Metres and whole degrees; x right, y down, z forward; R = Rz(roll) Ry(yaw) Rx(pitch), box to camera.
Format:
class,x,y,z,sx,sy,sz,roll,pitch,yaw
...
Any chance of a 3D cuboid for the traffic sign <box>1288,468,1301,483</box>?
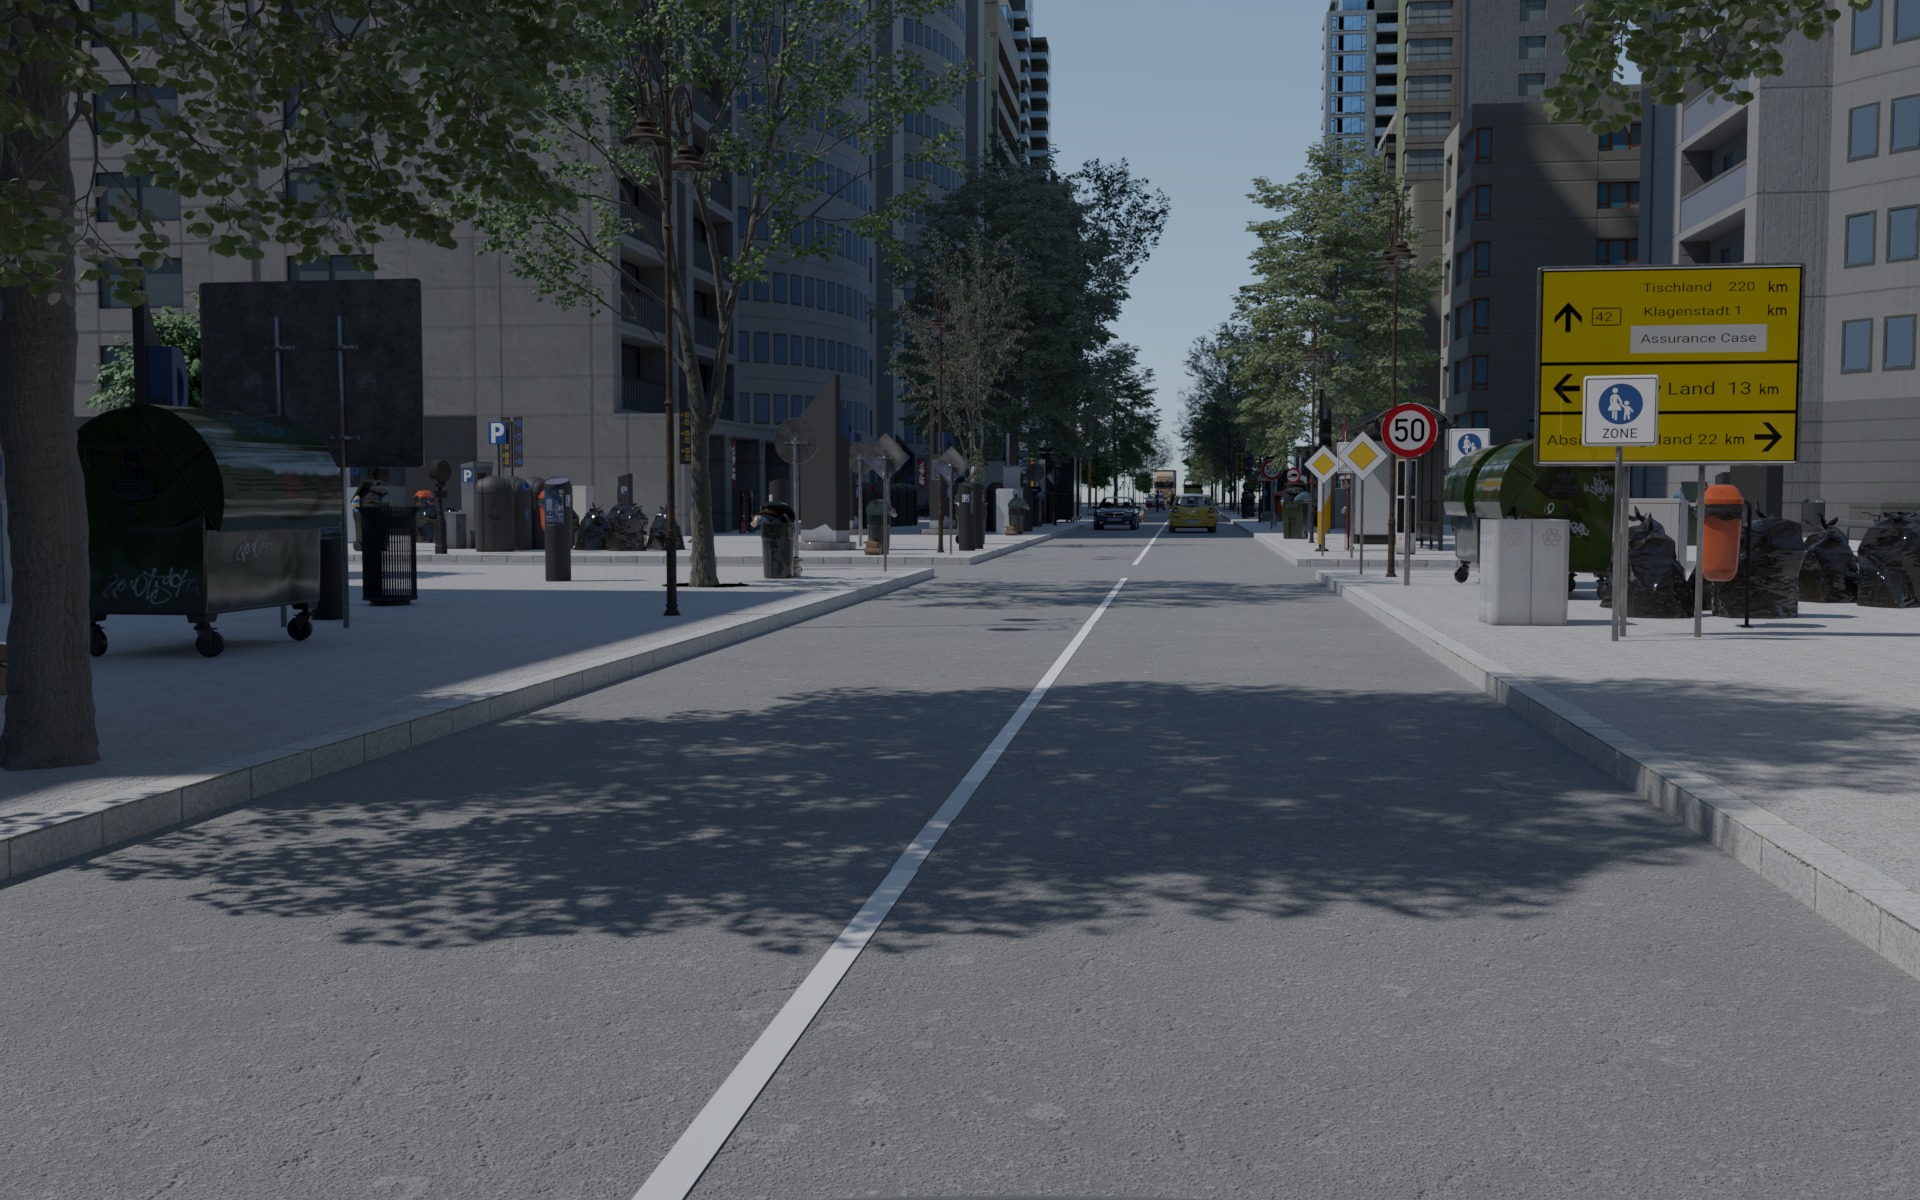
class,x,y,z,sx,sy,sz,roll,pitch,yaw
traffic sign,16.063,-5.108,83.616,0.768,2.556,0.104,1,4,13

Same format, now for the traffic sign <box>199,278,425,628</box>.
class,x,y,z,sx,sy,sz,roll,pitch,yaw
traffic sign,-6.201,-1.387,16.554,2.265,3.308,0.079,1,4,9

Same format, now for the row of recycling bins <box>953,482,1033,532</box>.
class,x,y,z,sx,sy,sz,roll,pitch,yaw
row of recycling bins,0.868,-3.158,58.751,3.534,1.692,1.069,-2,4,-32

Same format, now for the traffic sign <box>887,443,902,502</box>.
class,x,y,z,sx,sy,sz,roll,pitch,yaw
traffic sign,-1.720,-2.530,41.469,0.768,2.556,0.104,1,4,16

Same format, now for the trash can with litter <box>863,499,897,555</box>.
class,x,y,z,sx,sy,sz,roll,pitch,yaw
trash can with litter,-1.710,-1.549,36.711,0.624,1.170,1.055,0,4,6

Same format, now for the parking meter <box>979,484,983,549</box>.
class,x,y,z,sx,sy,sz,roll,pitch,yaw
parking meter,0.361,-1.955,40.378,0.372,1.533,0.369,0,3,0

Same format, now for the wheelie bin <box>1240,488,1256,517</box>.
class,x,y,z,sx,sy,sz,roll,pitch,yaw
wheelie bin,16.091,-5.434,96.749,0.693,1.594,0.980,-3,5,-42

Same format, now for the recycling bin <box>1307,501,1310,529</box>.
class,x,y,z,sx,sy,sz,roll,pitch,yaw
recycling bin,12.599,-3.154,64.128,0.722,1.027,0.722,2,4,29

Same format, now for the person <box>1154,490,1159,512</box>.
class,x,y,z,sx,sy,sz,roll,pitch,yaw
person,15.604,-7.856,137.666,0.721,1.735,1.217,0,4,-7

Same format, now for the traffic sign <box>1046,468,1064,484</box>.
class,x,y,z,sx,sy,sz,roll,pitch,yaw
traffic sign,4.054,-4.452,73.979,0.795,2.450,0.064,1,4,17

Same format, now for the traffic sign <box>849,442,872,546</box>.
class,x,y,z,sx,sy,sz,roll,pitch,yaw
traffic sign,-2.437,-2.584,42.351,0.768,2.556,0.104,1,4,13

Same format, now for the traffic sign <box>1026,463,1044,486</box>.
class,x,y,z,sx,sy,sz,roll,pitch,yaw
traffic sign,3.093,-4.368,71.529,0.768,2.556,0.104,1,4,12

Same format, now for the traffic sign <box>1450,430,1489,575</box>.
class,x,y,z,sx,sy,sz,roll,pitch,yaw
traffic sign,8.009,-1.538,27.273,0.606,2.300,0.079,1,4,17

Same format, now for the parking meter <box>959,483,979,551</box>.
class,x,y,z,sx,sy,sz,roll,pitch,yaw
parking meter,0.157,-1.879,39.128,0.372,1.533,0.369,0,3,0

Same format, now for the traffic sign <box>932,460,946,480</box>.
class,x,y,z,sx,sy,sz,roll,pitch,yaw
traffic sign,-0.549,-3.031,51.679,0.606,2.300,0.079,1,4,10

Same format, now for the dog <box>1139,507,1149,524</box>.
class,x,y,z,sx,sy,sz,roll,pitch,yaw
dog,8.723,-4.107,83.994,0.513,0.831,0.800,-2,4,-24

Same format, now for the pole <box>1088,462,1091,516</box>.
class,x,y,z,sx,sy,sz,roll,pitch,yaw
pole,7.604,-6.599,101.732,0.158,3.312,0.155,0,3,0

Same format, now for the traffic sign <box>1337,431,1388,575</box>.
class,x,y,z,sx,sy,sz,roll,pitch,yaw
traffic sign,6.394,-1.463,27.560,0.795,2.450,0.064,0,4,7

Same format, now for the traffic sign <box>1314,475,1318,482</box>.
class,x,y,z,sx,sy,sz,roll,pitch,yaw
traffic sign,15.854,-4.667,76.411,0.768,2.556,0.104,1,4,15

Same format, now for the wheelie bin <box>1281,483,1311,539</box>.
class,x,y,z,sx,sy,sz,roll,pitch,yaw
wheelie bin,9.591,-2.540,49.443,0.980,1.594,0.693,2,4,28

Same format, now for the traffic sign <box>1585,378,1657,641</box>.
class,x,y,z,sx,sy,sz,roll,pitch,yaw
traffic sign,5.710,-0.789,15.032,0.606,2.300,0.079,1,4,17

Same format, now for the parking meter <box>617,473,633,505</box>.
class,x,y,z,sx,sy,sz,roll,pitch,yaw
parking meter,-9.441,-2.638,48.847,0.399,1.863,0.255,1,4,9

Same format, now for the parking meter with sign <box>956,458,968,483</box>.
class,x,y,z,sx,sy,sz,roll,pitch,yaw
parking meter with sign,-0.154,-4.774,74.323,0.543,3.016,1.738,3,5,42

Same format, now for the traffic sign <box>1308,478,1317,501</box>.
class,x,y,z,sx,sy,sz,roll,pitch,yaw
traffic sign,17.221,-5.113,83.605,0.884,2.594,0.081,1,4,12

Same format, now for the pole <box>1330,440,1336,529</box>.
class,x,y,z,sx,sy,sz,roll,pitch,yaw
pole,13.673,-4.263,63.547,0.158,3.312,0.155,0,3,0

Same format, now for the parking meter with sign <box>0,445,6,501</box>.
class,x,y,z,sx,sy,sz,roll,pitch,yaw
parking meter with sign,-32.107,-3.686,56.533,0.543,3.016,1.738,1,4,13

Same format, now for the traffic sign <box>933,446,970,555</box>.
class,x,y,z,sx,sy,sz,roll,pitch,yaw
traffic sign,-0.189,-2.010,36.498,0.795,2.450,0.064,0,4,7

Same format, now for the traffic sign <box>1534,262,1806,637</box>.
class,x,y,z,sx,sy,sz,roll,pitch,yaw
traffic sign,6.288,-1.320,15.448,2.265,3.308,0.079,0,4,8

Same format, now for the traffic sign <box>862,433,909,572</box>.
class,x,y,z,sx,sy,sz,roll,pitch,yaw
traffic sign,-1.232,-1.525,28.581,0.795,2.450,0.064,0,4,7

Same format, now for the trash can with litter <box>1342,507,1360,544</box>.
class,x,y,z,sx,sy,sz,roll,pitch,yaw
trash can with litter,10.432,-2.036,44.681,1.055,1.170,0.624,-1,4,-14

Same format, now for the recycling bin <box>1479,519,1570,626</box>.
class,x,y,z,sx,sy,sz,roll,pitch,yaw
recycling bin,5.580,-0.282,17.158,0.722,1.027,0.722,0,4,6

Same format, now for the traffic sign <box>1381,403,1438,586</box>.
class,x,y,z,sx,sy,sz,roll,pitch,yaw
traffic sign,6.268,-1.474,24.213,0.768,2.556,0.104,1,4,14

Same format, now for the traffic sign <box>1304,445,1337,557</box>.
class,x,y,z,sx,sy,sz,roll,pitch,yaw
traffic sign,7.437,-1.947,35.477,0.795,2.450,0.064,0,4,7

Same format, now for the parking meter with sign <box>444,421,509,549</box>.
class,x,y,z,sx,sy,sz,roll,pitch,yaw
parking meter with sign,-11.450,-2.735,40.979,0.543,3.016,1.738,2,4,25

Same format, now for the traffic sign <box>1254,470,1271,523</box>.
class,x,y,z,sx,sy,sz,roll,pitch,yaw
traffic sign,13.427,-4.680,76.528,0.884,2.594,0.081,1,4,15

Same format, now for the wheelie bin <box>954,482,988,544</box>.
class,x,y,z,sx,sy,sz,roll,pitch,yaw
wheelie bin,0.279,-2.235,44.446,0.980,1.594,0.693,3,4,38

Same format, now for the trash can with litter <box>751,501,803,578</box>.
class,x,y,z,sx,sy,sz,roll,pitch,yaw
trash can with litter,-2.780,-0.930,26.588,0.624,1.170,1.055,1,4,8

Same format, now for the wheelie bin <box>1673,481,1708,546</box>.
class,x,y,z,sx,sy,sz,roll,pitch,yaw
wheelie bin,18.224,-2.153,43.114,0.980,1.594,0.693,0,4,1

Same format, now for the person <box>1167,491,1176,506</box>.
class,x,y,z,sx,sy,sz,roll,pitch,yaw
person,19.940,-9.363,162.303,1.217,1.735,0.721,0,4,-8

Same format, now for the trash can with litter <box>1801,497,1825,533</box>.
class,x,y,z,sx,sy,sz,roll,pitch,yaw
trash can with litter,20.451,-1.919,42.438,2.233,1.210,1.678,1,4,20

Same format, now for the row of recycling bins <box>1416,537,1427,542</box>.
class,x,y,z,sx,sy,sz,roll,pitch,yaw
row of recycling bins,12.501,-2.518,48.279,1.069,1.692,3.534,1,4,19

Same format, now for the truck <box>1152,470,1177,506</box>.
class,x,y,z,sx,sy,sz,roll,pitch,yaw
truck,23.979,-13.065,202.521,2.839,4.237,11.283,1,4,8

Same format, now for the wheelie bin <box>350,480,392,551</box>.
class,x,y,z,sx,sy,sz,roll,pitch,yaw
wheelie bin,-13.192,-1.898,38.933,0.693,1.594,0.980,1,4,21

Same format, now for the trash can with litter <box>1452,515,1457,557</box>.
class,x,y,z,sx,sy,sz,roll,pitch,yaw
trash can with litter,10.388,-1.430,34.768,0.624,1.170,1.055,-2,4,-27

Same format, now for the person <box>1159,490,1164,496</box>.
class,x,y,z,sx,sy,sz,roll,pitch,yaw
person,20.406,-10.204,175.198,0.709,1.838,0.599,2,4,28

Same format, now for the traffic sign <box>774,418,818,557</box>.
class,x,y,z,sx,sy,sz,roll,pitch,yaw
traffic sign,-2.755,-1.773,29.090,0.768,2.556,0.104,1,4,11

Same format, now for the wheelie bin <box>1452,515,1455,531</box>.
class,x,y,z,sx,sy,sz,roll,pitch,yaw
wheelie bin,17.367,-3.176,59.829,0.980,1.594,0.693,1,4,16

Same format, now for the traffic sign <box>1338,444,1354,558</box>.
class,x,y,z,sx,sy,sz,roll,pitch,yaw
traffic sign,7.806,-1.978,34.462,0.606,2.300,0.079,1,4,11

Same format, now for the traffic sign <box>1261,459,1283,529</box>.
class,x,y,z,sx,sy,sz,roll,pitch,yaw
traffic sign,11.405,-3.867,63.327,0.768,2.556,0.104,1,4,14

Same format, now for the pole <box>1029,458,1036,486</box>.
class,x,y,z,sx,sy,sz,roll,pitch,yaw
pole,3.575,-5.523,84.150,0.158,3.312,0.155,0,3,0

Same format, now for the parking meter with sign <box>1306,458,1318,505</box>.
class,x,y,z,sx,sy,sz,roll,pitch,yaw
parking meter with sign,18.335,-5.669,88.947,1.738,3.016,0.543,1,4,18

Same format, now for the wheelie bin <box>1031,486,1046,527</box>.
class,x,y,z,sx,sy,sz,roll,pitch,yaw
wheelie bin,2.898,-3.691,68.254,0.980,1.594,0.693,1,4,16

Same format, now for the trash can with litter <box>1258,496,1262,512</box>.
class,x,y,z,sx,sy,sz,roll,pitch,yaw
trash can with litter,19.445,-6.013,109.699,1.055,1.170,0.624,-1,4,-15

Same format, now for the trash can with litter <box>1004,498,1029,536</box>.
class,x,y,z,sx,sy,sz,roll,pitch,yaw
trash can with litter,1.743,-2.592,53.764,0.624,1.170,1.055,1,4,16

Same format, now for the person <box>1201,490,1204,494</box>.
class,x,y,z,sx,sy,sz,roll,pitch,yaw
person,22.905,-9.485,163.576,0.705,1.824,1.348,-1,4,-10
